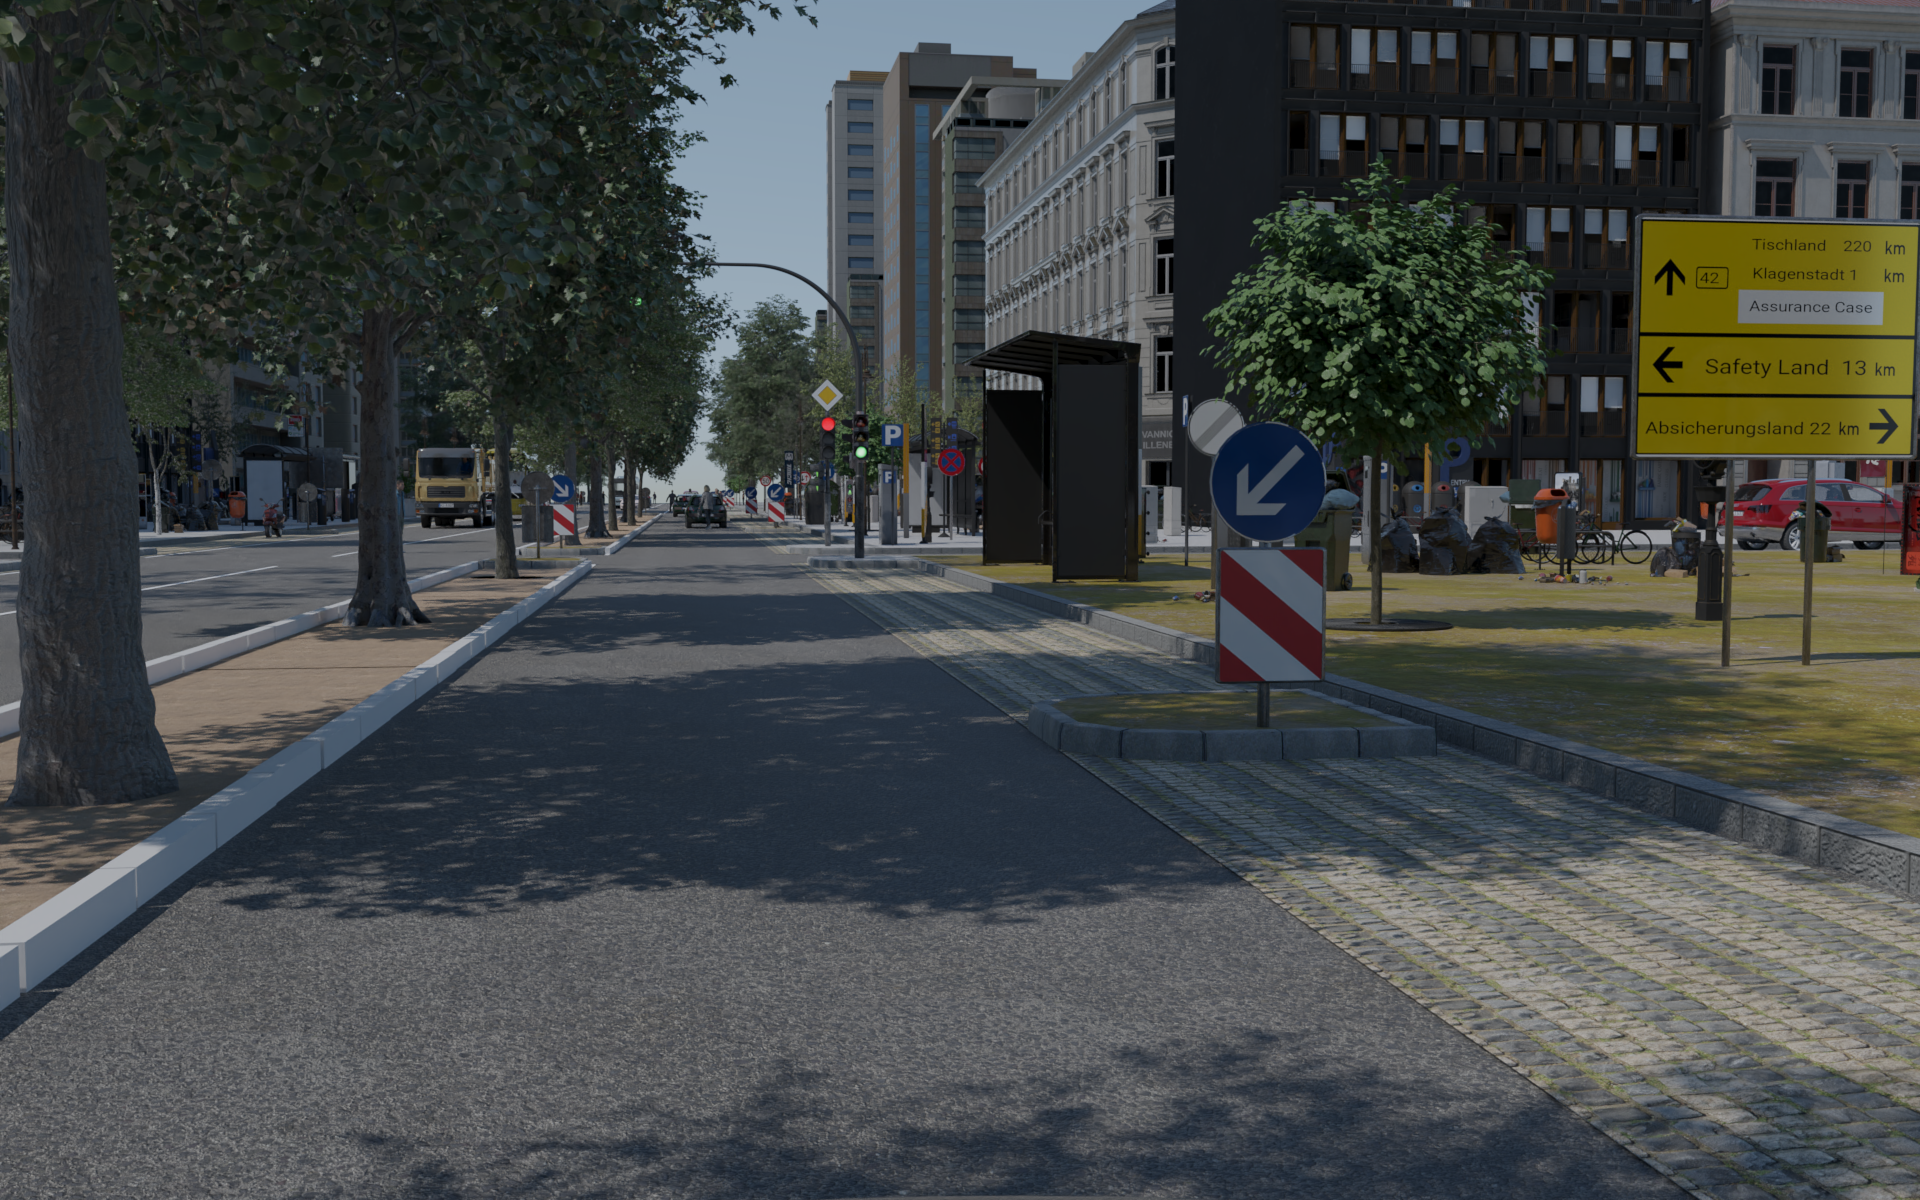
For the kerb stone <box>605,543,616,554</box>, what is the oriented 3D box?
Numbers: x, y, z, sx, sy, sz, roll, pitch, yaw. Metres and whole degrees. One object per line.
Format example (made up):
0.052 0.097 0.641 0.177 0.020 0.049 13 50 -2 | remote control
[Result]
-8.581 -1.243 42.525 0.120 0.150 1.000 -1 4 -9 | kerb stone

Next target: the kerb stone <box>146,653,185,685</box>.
-6.160 0.547 13.252 0.120 0.150 1.000 -1 4 -9 | kerb stone

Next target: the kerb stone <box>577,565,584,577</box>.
-6.596 -0.464 29.784 0.120 0.150 1.000 -1 4 -9 | kerb stone

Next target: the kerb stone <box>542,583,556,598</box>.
-5.662 -0.093 23.713 0.120 0.150 1.000 -1 4 -9 | kerb stone

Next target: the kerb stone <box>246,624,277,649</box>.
-6.633 0.363 16.303 0.120 0.150 1.000 -1 4 -9 | kerb stone

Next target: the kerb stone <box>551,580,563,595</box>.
-5.806 -0.155 24.725 0.120 0.150 1.000 -1 4 -9 | kerb stone

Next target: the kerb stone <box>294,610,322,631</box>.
-6.947 0.237 18.323 0.120 0.150 1.000 -1 4 -9 | kerb stone

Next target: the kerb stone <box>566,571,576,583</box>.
-6.287 -0.332 27.756 0.120 0.150 1.000 -1 4 -9 | kerb stone

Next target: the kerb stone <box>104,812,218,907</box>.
-2.980 0.968 6.470 0.120 0.150 1.000 -1 4 -9 | kerb stone

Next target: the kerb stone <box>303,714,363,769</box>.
-3.449 0.776 9.507 0.120 0.150 1.000 -1 4 -9 | kerb stone

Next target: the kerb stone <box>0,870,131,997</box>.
-2.818 1.027 5.455 0.120 0.150 1.000 -1 4 -9 | kerb stone

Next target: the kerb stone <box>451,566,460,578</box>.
-8.670 -0.441 29.459 0.120 0.150 1.000 -1 4 -9 | kerb stone

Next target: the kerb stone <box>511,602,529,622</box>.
-5.028 0.159 19.662 0.120 0.150 1.000 -1 4 -9 | kerb stone

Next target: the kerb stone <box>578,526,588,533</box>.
-14.257 -2.644 65.430 0.120 0.150 1.000 -1 4 -9 | kerb stone

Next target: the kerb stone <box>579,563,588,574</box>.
-6.749 -0.526 30.799 0.120 0.150 1.000 -1 4 -9 | kerb stone

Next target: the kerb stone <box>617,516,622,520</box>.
-19.758 -4.812 100.889 0.120 0.150 1.000 -1 4 -9 | kerb stone

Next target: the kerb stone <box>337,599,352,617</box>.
-7.252 0.115 20.345 0.120 0.150 1.000 -1 4 -9 | kerb stone

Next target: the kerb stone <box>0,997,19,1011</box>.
-2.663 1.088 4.432 0.120 0.150 1.000 -1 4 -9 | kerb stone

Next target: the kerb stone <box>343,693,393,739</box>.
-3.608 0.716 10.524 0.120 0.150 1.000 -1 4 -9 | kerb stone

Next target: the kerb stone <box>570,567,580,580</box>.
-6.444 -0.402 28.766 0.120 0.150 1.000 -1 4 -9 | kerb stone

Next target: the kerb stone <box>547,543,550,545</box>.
-11.583 -1.588 48.189 0.120 0.150 1.000 -1 4 -9 | kerb stone

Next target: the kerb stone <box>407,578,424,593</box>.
-8.044 -0.191 25.409 0.120 0.150 1.000 -1 4 -9 | kerb stone

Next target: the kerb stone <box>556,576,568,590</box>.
-5.968 -0.217 25.736 0.120 0.150 1.000 -1 4 -9 | kerb stone

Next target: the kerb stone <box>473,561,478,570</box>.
-9.150 -0.630 32.503 0.120 0.150 1.000 -1 4 -9 | kerb stone

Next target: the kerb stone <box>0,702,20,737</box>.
-5.688 0.733 10.218 0.120 0.150 1.000 -1 4 -9 | kerb stone

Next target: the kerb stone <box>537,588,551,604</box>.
-5.500 -0.024 22.699 0.120 0.150 1.000 -1 4 -9 | kerb stone

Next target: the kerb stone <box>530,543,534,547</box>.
-10.790 -1.281 43.132 0.120 0.150 1.000 -1 4 -9 | kerb stone

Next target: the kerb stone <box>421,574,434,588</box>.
-8.196 -0.258 26.419 0.120 0.150 1.000 -1 4 -9 | kerb stone

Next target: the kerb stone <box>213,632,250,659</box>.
-6.479 0.424 15.285 0.120 0.150 1.000 -1 4 -9 | kerb stone

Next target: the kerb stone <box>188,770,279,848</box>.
-3.136 0.903 7.481 0.120 0.150 1.000 -1 4 -9 | kerb stone

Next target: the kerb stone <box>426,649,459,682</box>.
-4.076 0.528 13.567 0.120 0.150 1.000 -1 4 -9 | kerb stone

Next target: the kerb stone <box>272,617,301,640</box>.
-6.787 0.302 17.314 0.120 0.150 1.000 -1 4 -9 | kerb stone

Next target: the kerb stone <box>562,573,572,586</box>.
-6.126 -0.278 26.746 0.120 0.150 1.000 -1 4 -9 | kerb stone

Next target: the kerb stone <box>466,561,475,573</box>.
-8.987 -0.568 31.486 0.120 0.150 1.000 -1 4 -9 | kerb stone

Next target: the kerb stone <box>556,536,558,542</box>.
-12.053 -1.776 51.233 0.120 0.150 1.000 -1 4 -9 | kerb stone

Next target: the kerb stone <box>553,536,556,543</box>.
-11.890 -1.709 50.213 0.120 0.150 1.000 -1 4 -9 | kerb stone

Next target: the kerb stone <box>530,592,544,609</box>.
-5.339 0.031 21.687 0.120 0.150 1.000 -1 4 -9 | kerb stone

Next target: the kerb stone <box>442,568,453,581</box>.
-8.508 -0.381 28.446 0.120 0.150 1.000 -1 4 -9 | kerb stone

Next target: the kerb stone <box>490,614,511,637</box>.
-4.713 0.279 17.635 0.120 0.150 1.000 -1 4 -9 | kerb stone

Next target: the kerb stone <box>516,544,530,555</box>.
-10.635 -1.217 42.122 0.120 0.150 1.000 -1 4 -9 | kerb stone

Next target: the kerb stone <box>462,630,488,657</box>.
-4.400 0.406 15.601 0.120 0.150 1.000 -1 4 -9 | kerb stone

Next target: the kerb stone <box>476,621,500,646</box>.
-4.552 0.341 16.621 0.120 0.150 1.000 -1 4 -9 | kerb stone

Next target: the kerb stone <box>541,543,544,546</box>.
-11.267 -1.466 46.168 0.120 0.150 1.000 -1 4 -9 | kerb stone

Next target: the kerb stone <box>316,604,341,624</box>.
-7.105 0.175 19.333 0.120 0.150 1.000 -1 4 -9 | kerb stone

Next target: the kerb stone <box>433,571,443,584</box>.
-8.360 -0.320 27.434 0.120 0.150 1.000 -1 4 -9 | kerb stone

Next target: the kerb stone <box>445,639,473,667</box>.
-4.244 0.466 14.581 0.120 0.150 1.000 -1 4 -9 | kerb stone

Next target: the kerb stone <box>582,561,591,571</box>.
-6.917 -0.584 31.807 0.120 0.150 1.000 -1 4 -9 | kerb stone

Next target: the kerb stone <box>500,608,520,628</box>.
-4.881 0.217 18.647 0.120 0.150 1.000 -1 4 -9 | kerb stone

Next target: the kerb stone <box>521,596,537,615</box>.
-5.181 0.093 20.675 0.120 0.150 1.000 -1 4 -9 | kerb stone

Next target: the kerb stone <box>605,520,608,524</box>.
-17.560 -3.945 86.699 0.120 0.150 1.000 -1 4 -9 | kerb stone

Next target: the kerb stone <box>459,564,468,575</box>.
-8.831 -0.506 30.471 0.120 0.150 1.000 -1 4 -9 | kerb stone

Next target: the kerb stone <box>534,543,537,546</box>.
-10.947 -1.340 44.147 0.120 0.150 1.000 -1 4 -9 | kerb stone

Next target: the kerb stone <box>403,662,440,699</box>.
-3.925 0.590 12.551 0.120 0.150 1.000 -1 4 -9 | kerb stone

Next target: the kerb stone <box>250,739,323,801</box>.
-3.303 0.838 8.490 0.120 0.150 1.000 -1 4 -9 | kerb stone

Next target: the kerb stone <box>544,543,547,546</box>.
-11.423 -1.528 47.180 0.120 0.150 1.000 -1 4 -9 | kerb stone

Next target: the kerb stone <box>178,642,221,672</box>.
-6.309 0.485 14.271 0.120 0.150 1.000 -1 4 -9 | kerb stone

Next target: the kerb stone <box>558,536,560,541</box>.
-12.210 -1.833 52.246 0.120 0.150 1.000 -1 4 -9 | kerb stone

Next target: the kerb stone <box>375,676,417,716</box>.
-3.772 0.654 11.533 0.120 0.150 1.000 -1 4 -9 | kerb stone
